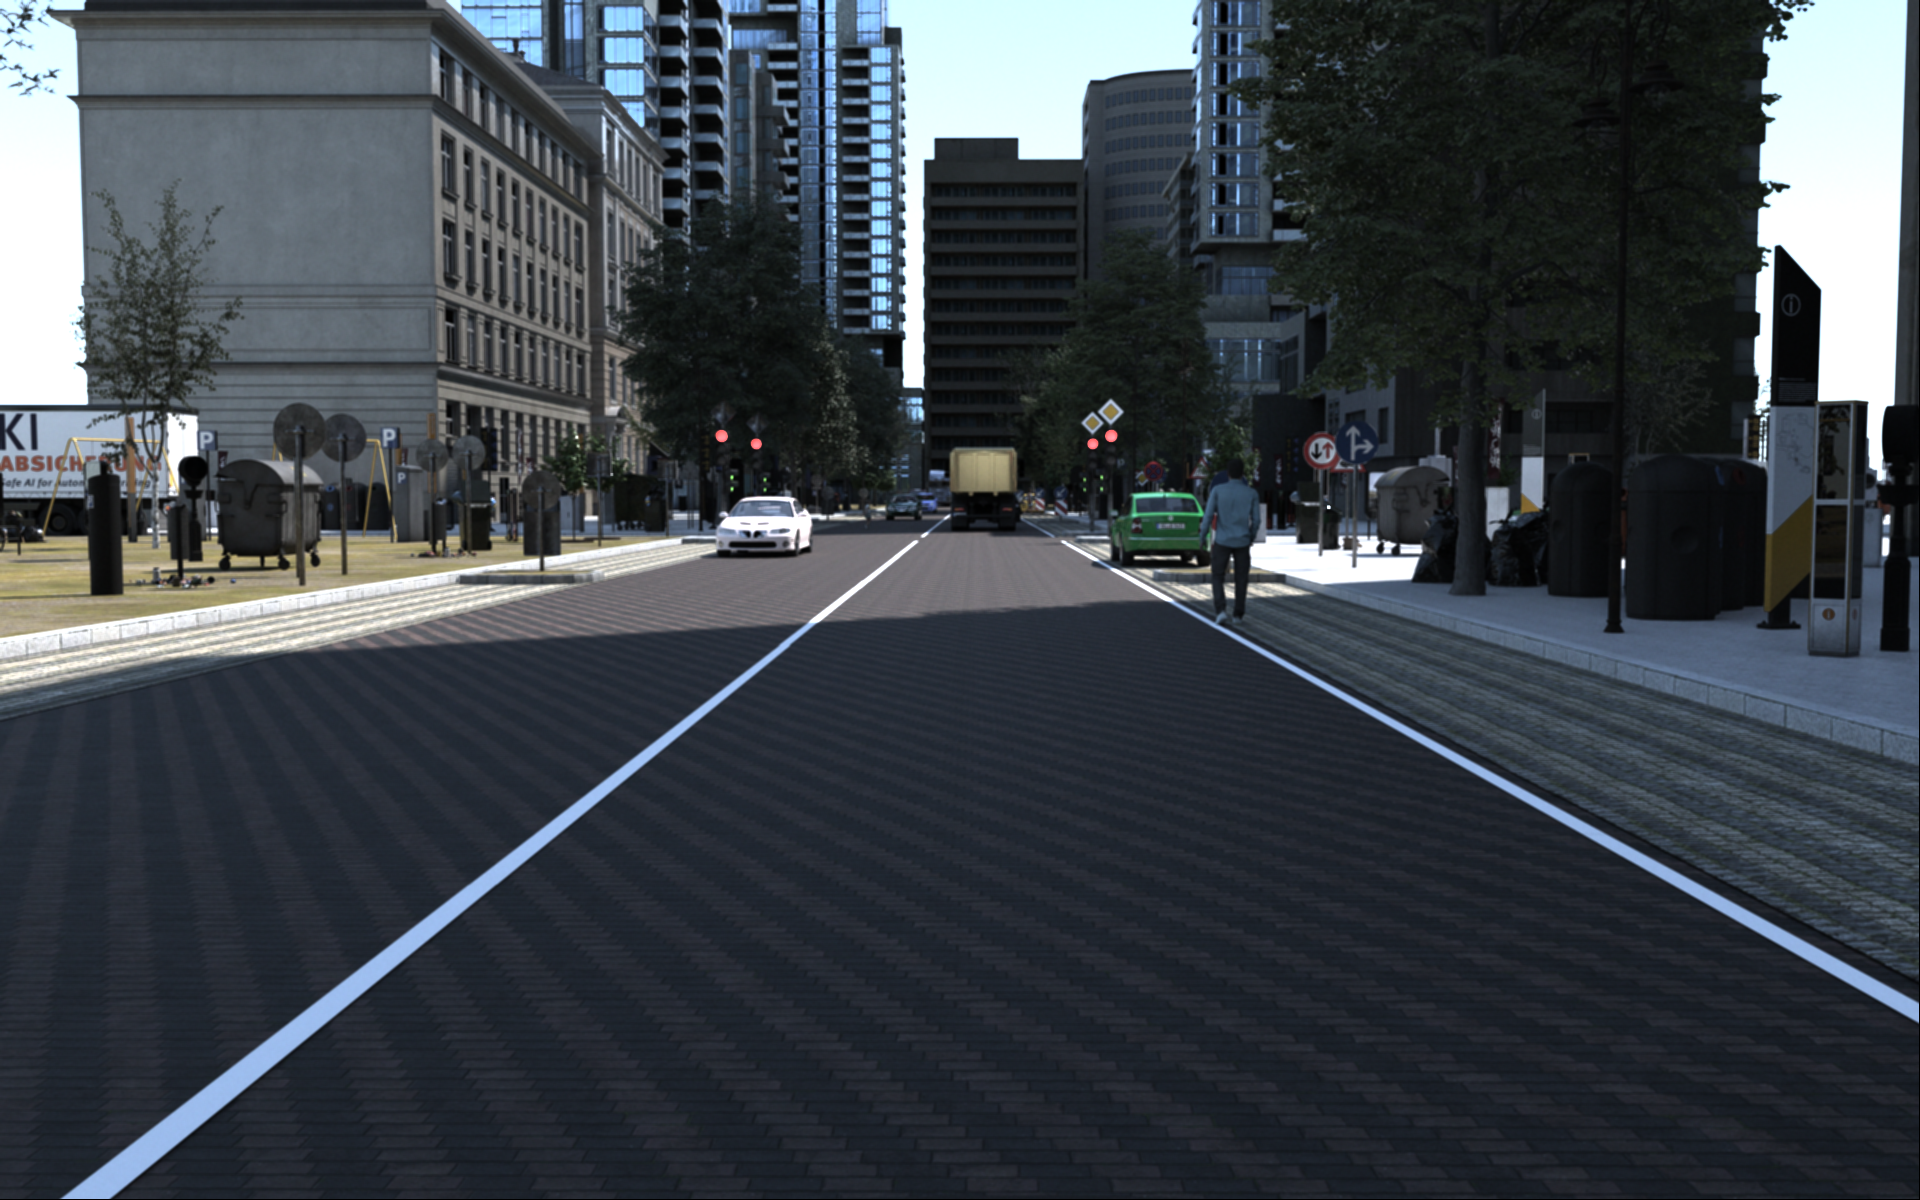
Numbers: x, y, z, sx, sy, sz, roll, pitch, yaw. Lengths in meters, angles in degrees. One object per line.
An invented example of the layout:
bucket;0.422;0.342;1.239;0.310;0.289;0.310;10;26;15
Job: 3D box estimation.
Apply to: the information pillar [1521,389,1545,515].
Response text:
information pillar;12.852;-2.904;38.831;0.504;3.616;0.183;3;5;42

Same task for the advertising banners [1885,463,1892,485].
advertising banners;36.023;-4.258;65.809;2.074;3.025;0.090;0;4;-3

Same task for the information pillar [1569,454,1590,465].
information pillar;11.249;-1.653;31.525;0.304;2.012;0.304;0;4;8

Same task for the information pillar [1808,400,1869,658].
information pillar;6.947;-0.563;13.702;0.304;2.012;0.304;-3;5;-44

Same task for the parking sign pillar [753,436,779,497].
parking sign pillar;-8.993;-5.482;78.096;1.447;3.967;1.447;0;4;7

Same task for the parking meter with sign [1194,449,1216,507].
parking meter with sign;9.279;-4.300;66.572;0.543;3.016;1.738;2;4;26

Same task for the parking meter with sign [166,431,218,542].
parking meter with sign;-20.748;-3.088;46.743;0.543;3.016;1.738;0;4;8

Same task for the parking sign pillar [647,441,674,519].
parking sign pillar;-15.242;-6.072;87.745;1.447;3.967;1.447;2;4;29

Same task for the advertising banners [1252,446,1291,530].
advertising banners;11.241;-4.084;62.954;0.090;3.025;2.074;-2;4;-28

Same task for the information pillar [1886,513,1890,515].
information pillar;62.089;-6.798;115.633;0.304;2.012;0.304;3;5;42

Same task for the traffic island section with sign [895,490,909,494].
traffic island section with sign;-5.629;-9.355;161.576;1.989;1.847;2.006;0;4;1

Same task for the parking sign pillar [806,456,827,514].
parking sign pillar;-9.196;-7.471;110.621;1.447;3.967;1.447;1;4;22

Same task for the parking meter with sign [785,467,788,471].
parking meter with sign;-10.927;-6.907;109.196;0.543;3.016;1.738;1;4;8

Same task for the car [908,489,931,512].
car;-3.383;-8.039;140.112;2.281;1.827;5.304;0;4;-1

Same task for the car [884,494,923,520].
car;-3.108;-5.183;96.543;2.131;1.459;4.920;0;4;2

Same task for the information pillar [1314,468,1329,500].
information pillar;10.055;-2.676;48.241;0.304;2.012;0.304;-1;4;-15

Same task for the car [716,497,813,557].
car;-4.595;-1.762;41.165;2.083;1.381;4.827;0;4;2

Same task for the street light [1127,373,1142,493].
street light;6.586;-5.663;65.377;0.468;5.910;1.993;0;4;1

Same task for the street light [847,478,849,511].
street light;-8.265;-9.472;127.650;0.468;5.910;1.993;0;4;1

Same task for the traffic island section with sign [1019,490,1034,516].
traffic island section with sign;5.010;-6.300;111.637;1.989;1.847;2.006;0;4;1

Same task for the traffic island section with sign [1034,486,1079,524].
traffic island section with sign;4.766;-4.625;84.249;1.989;1.847;2.006;0;4;1

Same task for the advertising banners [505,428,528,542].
advertising banners;-11.989;-3.081;46.569;0.090;3.025;2.074;-2;4;-26

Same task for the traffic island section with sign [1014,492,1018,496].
traffic island section with sign;5.738;-10.969;187.971;1.989;1.847;2.006;0;4;1

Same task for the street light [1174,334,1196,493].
street light;6.486;-4.729;50.114;0.468;5.910;1.993;0;4;1

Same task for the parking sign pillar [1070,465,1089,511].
parking sign pillar;8.978;-8.694;130.621;1.447;3.967;1.447;2;4;24

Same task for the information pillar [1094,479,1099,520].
information pillar;6.585;-4.896;84.540;0.304;2.012;0.304;-3;5;-41

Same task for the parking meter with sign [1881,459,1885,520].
parking meter with sign;46.394;-5.457;85.481;1.738;3.016;0.543;-1;4;-12

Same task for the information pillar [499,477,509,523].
information pillar;-19.890;-4.351;75.635;0.304;2.012;0.304;3;4;37

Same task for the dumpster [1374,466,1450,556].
dumpster;9.565;-1.886;36.592;1.264;1.857;1.865;0;4;1

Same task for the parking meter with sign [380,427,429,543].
parking meter with sign;-14.629;-3.049;46.114;0.543;3.016;1.738;1;4;19

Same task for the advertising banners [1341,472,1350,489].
advertising banners;19.531;-5.406;84.570;2.074;3.025;0.090;1;4;21

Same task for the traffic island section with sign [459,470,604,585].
traffic island section with sign;-6.887;-1.196;28.177;1.989;1.847;2.006;0;4;1

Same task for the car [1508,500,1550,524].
car;19.416;-2.641;54.985;4.920;1.459;2.131;0;4;-1

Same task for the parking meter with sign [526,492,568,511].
parking meter with sign;-16.413;-4.446;68.954;1.738;3.016;0.543;1;4;10

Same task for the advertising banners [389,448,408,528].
advertising banners;-21.981;-4.281;66.176;2.074;3.025;0.090;1;4;15

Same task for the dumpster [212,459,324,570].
dumpster;-11.893;-1.472;29.827;1.264;1.857;1.865;0;4;1

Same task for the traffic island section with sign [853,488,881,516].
traffic island section with sign;-6.110;-6.253;110.860;1.989;1.847;2.006;0;4;1

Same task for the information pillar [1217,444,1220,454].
information pillar;10.321;-4.684;67.932;0.504;3.616;0.183;0;4;-2

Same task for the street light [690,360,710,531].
street light;-8.971;-5.322;59.798;0.468;5.910;1.993;0;4;1

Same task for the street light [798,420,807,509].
street light;-8.493;-7.397;93.723;0.468;5.910;1.993;0;4;1

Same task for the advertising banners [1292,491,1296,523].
advertising banners;14.624;-4.903;76.358;2.074;3.025;0.090;-2;4;-29

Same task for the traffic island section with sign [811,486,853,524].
traffic island section with sign;-6.356;-4.596;83.765;1.989;1.847;2.006;0;4;1

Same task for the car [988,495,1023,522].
car;2.298;-4.940;90.553;2.009;1.686;4.222;0;4;1

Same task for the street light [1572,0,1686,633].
street light;6.060;-2.635;15.874;0.468;5.910;1.993;0;4;1

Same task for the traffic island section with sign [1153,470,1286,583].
traffic island section with sign;4.236;-1.224;28.642;1.989;1.847;2.006;0;4;1

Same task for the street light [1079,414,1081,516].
street light;6.929;-7.757;99.614;0.468;5.910;1.993;0;4;1

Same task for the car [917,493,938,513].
car;-2.625;-7.430;131.075;1.945;1.707;3.694;0;4;2

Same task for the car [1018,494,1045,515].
car;4.887;-6.677;119.387;2.015;1.641;3.980;0;4;-1

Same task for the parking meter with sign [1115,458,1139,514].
parking meter with sign;8.206;-5.316;83.177;0.543;3.016;1.738;-2;4;-33

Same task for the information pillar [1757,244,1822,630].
information pillar;7.887;-1.533;16.424;0.504;3.616;0.183;-1;4;-14

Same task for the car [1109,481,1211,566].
car;4.075;-1.635;35.525;1.959;1.807;4.718;0;4;1

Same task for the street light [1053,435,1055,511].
street light;7.300;-9.840;133.672;0.468;5.910;1.993;0;4;1
